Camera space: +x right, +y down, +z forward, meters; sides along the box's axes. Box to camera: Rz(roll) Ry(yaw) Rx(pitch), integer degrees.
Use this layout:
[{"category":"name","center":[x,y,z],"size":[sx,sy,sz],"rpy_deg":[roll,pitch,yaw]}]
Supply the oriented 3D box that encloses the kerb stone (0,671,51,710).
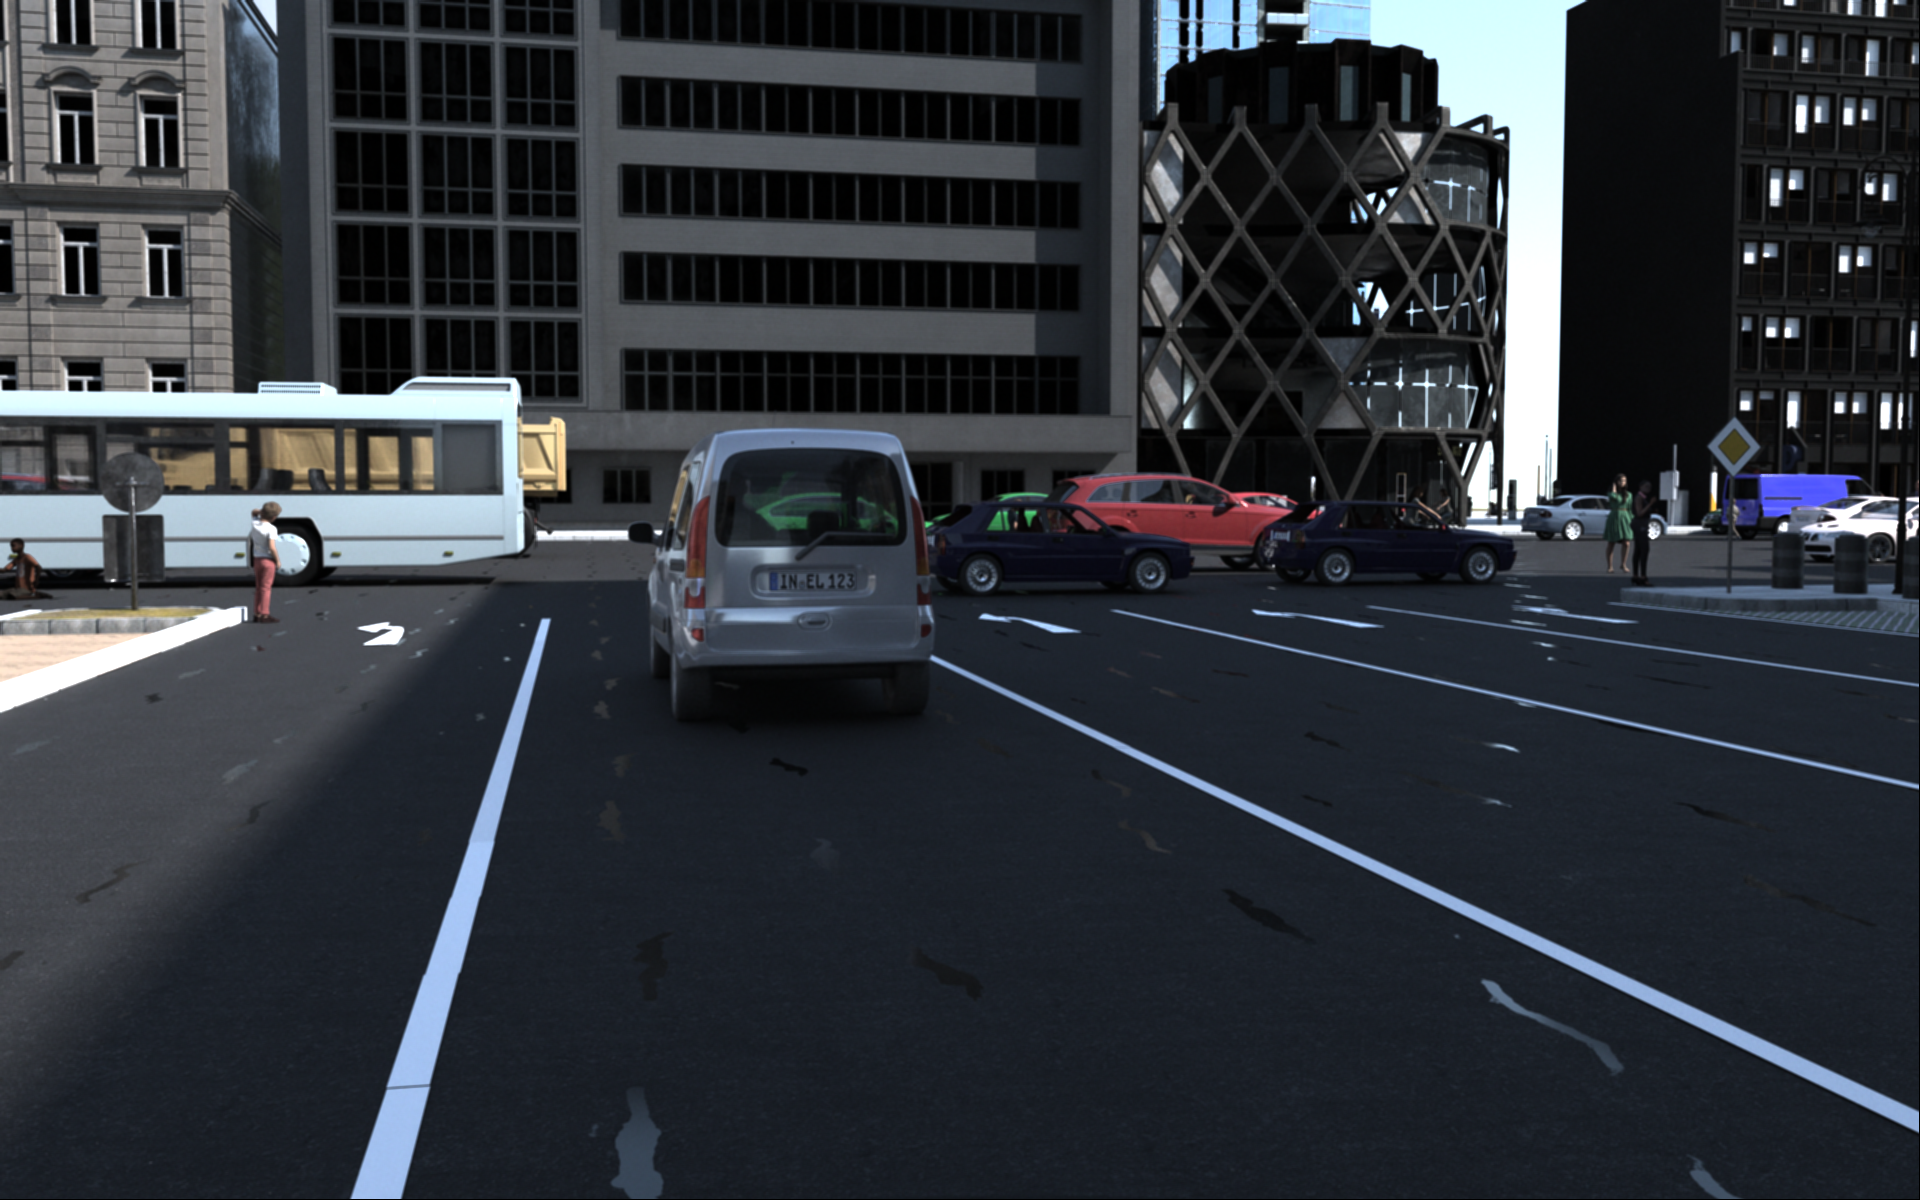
[{"category":"kerb stone","center":[-6.524,0.616,12.127],"size":[0.120,0.150,1.000],"rpy_deg":[-1,4,-12]}]

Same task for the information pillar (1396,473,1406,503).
[{"category":"information pillar","center":[15.754,-3.510,61.878],"size":[0.304,2.012,0.304],"rpy_deg":[1,4,17]}]

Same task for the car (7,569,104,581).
[{"category":"car","center":[-16.324,-1.025,29.127],"size":[4.827,1.381,2.083],"rpy_deg":[-1,4,-14]}]

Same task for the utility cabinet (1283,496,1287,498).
[{"category":"utility cabinet","center":[11.466,-3.187,63.270],"size":[1.020,1.237,0.306],"rpy_deg":[-2,4,-34]}]

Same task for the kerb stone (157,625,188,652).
[{"category":"kerb stone","center":[-7.403,0.370,16.160],"size":[0.120,0.150,1.000],"rpy_deg":[-1,4,-12]}]

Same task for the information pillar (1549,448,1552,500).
[{"category":"information pillar","center":[29.877,-5.890,87.664],"size":[0.183,3.616,0.504],"rpy_deg":[1,4,22]}]

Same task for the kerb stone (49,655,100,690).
[{"category":"kerb stone","center":[-6.743,0.555,13.131],"size":[0.120,0.150,1.000],"rpy_deg":[-1,4,-12]}]

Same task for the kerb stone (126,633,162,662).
[{"category":"kerb stone","center":[-7.189,0.431,15.155],"size":[0.120,0.150,1.000],"rpy_deg":[-1,4,-12]}]

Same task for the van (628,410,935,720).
[{"category":"van","center":[-1.340,-0.333,12.458],"size":[2.013,2.044,4.112],"rpy_deg":[-1,4,-13]}]

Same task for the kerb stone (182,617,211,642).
[{"category":"kerb stone","center":[-7.622,0.307,17.174],"size":[0.120,0.150,1.000],"rpy_deg":[-1,4,-12]}]

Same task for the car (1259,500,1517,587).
[{"category":"car","center":[6.891,-0.937,27.897],"size":[3.894,1.354,1.945],"rpy_deg":[-1,4,-14]}]

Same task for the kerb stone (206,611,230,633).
[{"category":"kerb stone","center":[-7.851,0.246,18.176],"size":[0.120,0.150,1.000],"rpy_deg":[-1,4,-12]}]

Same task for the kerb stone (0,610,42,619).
[{"category":"kerb stone","center":[-10.096,0.218,18.634],"size":[0.120,0.150,1.000],"rpy_deg":[-1,4,-12]}]

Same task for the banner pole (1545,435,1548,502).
[{"category":"banner pole","center":[24.804,-5.091,73.261],"size":[0.401,3.779,0.863],"rpy_deg":[1,4,23]}]

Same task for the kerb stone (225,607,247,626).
[{"category":"kerb stone","center":[-8.058,0.185,19.183],"size":[0.120,0.150,1.000],"rpy_deg":[-1,4,-12]}]

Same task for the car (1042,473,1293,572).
[{"category":"car","center":[3.982,-1.441,32.237],"size":[5.304,1.827,2.281],"rpy_deg":[-1,4,-13]}]

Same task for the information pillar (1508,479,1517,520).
[{"category":"information pillar","center":[27.389,-4.976,85.856],"size":[0.304,2.012,0.304],"rpy_deg":[-3,5,-40]}]

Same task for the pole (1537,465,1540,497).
[{"category":"pole","center":[40.206,-7.737,120.345],"size":[0.158,3.312,0.155],"rpy_deg":[0,3,0]}]

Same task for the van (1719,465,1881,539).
[{"category":"van","center":[26.700,-3.060,54.412],"size":[5.245,2.365,2.240],"rpy_deg":[-1,4,-14]}]

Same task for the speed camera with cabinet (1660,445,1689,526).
[{"category":"speed camera with cabinet","center":[28.798,-4.617,69.820],"size":[0.660,3.252,2.038],"rpy_deg":[3,4,39]}]

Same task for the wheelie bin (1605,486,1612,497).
[{"category":"wheelie bin","center":[26.848,-3.859,71.001],"size":[0.693,1.594,0.980],"rpy_deg":[-2,4,-28]}]

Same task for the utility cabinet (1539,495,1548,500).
[{"category":"utility cabinet","center":[34.754,-5.623,103.100],"size":[0.306,1.237,1.020],"rpy_deg":[2,4,31]}]

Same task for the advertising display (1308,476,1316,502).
[{"category":"advertising display","center":[12.317,-3.391,60.661],"size":[0.123,1.923,0.974],"rpy_deg":[1,4,20]}]

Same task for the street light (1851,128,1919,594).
[{"category":"street light","center":[12.074,-3.015,22.077],"size":[0.468,5.910,1.993],"rpy_deg":[-1,4,-12]}]

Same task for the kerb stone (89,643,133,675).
[{"category":"kerb stone","center":[-6.961,0.493,14.137],"size":[0.120,0.150,1.000],"rpy_deg":[-1,4,-12]}]

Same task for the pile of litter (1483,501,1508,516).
[{"category":"pile of litter","center":[31.454,-5.376,101.862],"size":[1.176,0.858,1.719],"rpy_deg":[-2,4,-33]}]

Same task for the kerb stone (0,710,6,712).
[{"category":"kerb stone","center":[-6.305,0.677,11.123],"size":[0.120,0.150,1.000],"rpy_deg":[-1,4,-12]}]

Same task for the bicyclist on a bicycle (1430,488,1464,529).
[{"category":"bicyclist on a bicycle","center":[15.642,-2.828,56.252],"size":[1.625,1.676,1.499],"rpy_deg":[-1,4,-12]}]

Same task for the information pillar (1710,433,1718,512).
[{"category":"information pillar","center":[28.941,-4.596,66.496],"size":[0.183,3.616,0.504],"rpy_deg":[3,5,41]}]

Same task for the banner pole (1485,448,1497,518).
[{"category":"banner pole","center":[28.749,-6.313,93.237],"size":[0.863,3.779,0.401],"rpy_deg":[1,4,14]}]

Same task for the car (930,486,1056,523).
[{"category":"car","center":[1.422,-2.370,47.546],"size":[4.718,1.807,1.959],"rpy_deg":[-1,4,-13]}]

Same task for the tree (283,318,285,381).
[{"category":"tree","center":[-45.070,-12.785,116.462],"size":[7.806,13.903,7.818],"rpy_deg":[0,3,0]}]

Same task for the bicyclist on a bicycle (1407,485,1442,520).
[{"category":"bicyclist on a bicycle","center":[9.574,-1.594,36.076],"size":[1.625,1.676,1.499],"rpy_deg":[-1,4,-12]}]
